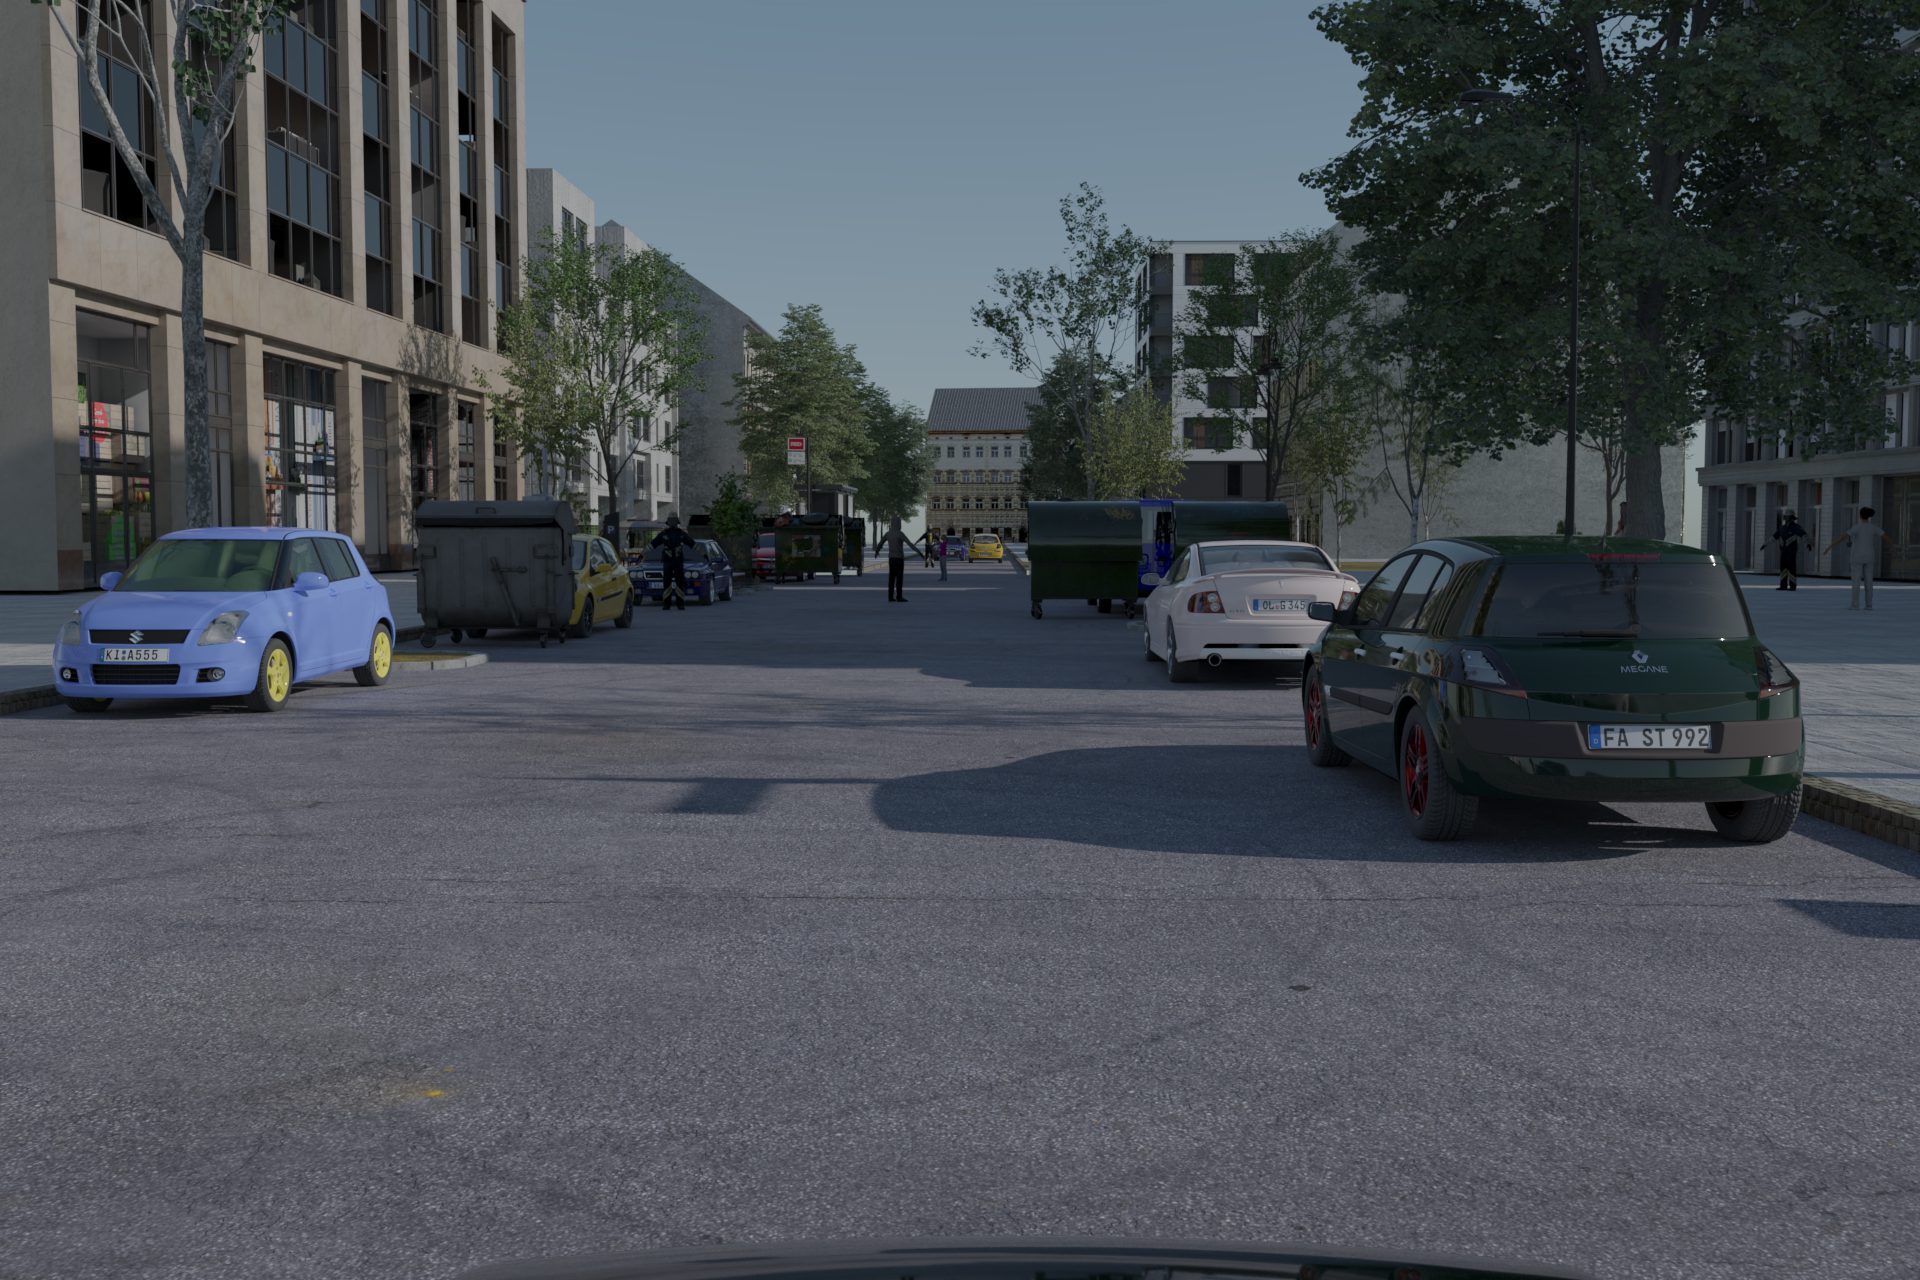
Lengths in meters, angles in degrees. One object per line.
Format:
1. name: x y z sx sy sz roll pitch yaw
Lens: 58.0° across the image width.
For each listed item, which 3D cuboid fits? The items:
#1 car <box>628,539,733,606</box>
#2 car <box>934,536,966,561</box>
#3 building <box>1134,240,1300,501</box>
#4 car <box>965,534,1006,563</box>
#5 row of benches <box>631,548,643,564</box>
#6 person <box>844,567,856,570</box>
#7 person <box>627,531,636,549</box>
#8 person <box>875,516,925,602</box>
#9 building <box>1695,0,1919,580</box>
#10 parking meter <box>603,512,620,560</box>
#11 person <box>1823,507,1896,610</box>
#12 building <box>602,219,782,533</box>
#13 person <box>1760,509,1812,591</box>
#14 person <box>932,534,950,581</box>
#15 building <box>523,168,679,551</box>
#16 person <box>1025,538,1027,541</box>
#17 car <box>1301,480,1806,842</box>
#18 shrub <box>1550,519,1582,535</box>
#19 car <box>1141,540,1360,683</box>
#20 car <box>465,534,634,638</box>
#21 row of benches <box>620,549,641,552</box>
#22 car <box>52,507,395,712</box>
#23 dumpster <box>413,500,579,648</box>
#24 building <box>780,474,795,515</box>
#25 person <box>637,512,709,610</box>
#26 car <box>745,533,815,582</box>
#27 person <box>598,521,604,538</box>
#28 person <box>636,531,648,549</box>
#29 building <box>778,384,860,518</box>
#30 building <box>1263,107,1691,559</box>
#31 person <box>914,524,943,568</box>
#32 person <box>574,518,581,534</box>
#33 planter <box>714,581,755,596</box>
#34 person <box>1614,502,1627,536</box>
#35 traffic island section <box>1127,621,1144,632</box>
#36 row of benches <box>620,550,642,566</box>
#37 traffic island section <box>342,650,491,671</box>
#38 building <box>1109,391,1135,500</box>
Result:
1. car: -5.795 -1.428 35.931 1.945 1.354 3.894 0 4 1
2. car: -0.561 -4.896 92.638 1.945 1.354 3.894 0 4 2
3. building: 27.557 -17.918 136.932 27.936 21.610 32.646 0 4 1
4. car: 1.271 -4.652 86.290 2.015 1.641 3.980 0 4 1
5. row of benches: -14.294 -3.749 76.766 1.422 0.672 4.104 -1 4 -11
6. person: -3.948 -3.440 62.426 1.347 1.806 0.705 2 4 28
7. person: -18.303 -5.536 96.742 0.704 1.802 1.346 1 4 20
8. person: -1.329 -1.712 36.579 1.348 1.813 0.705 3 4 38
9. building: 28.580 -12.393 49.301 8.464 21.280 15.925 0 4 1
10. parking meter: -9.121 -2.424 45.337 0.399 1.863 0.255 0 4 1
11. person: 15.203 -1.374 29.240 1.217 1.739 0.721 0 4 1
12. building: -24.105 -18.322 130.485 19.493 23.208 18.063 0 4 1
13. person: 18.713 -2.035 39.147 0.704 1.845 1.351 -2 4 -24
14. person: -0.561 -2.518 52.890 0.599 1.433 0.991 -2 4 -32
15. building: -27.595 -14.284 99.998 16.747 18.905 31.486 0 4 2
16. person: 4.038 -5.357 93.561 0.705 1.833 1.349 3 5 44
17. car: 3.002 0.020 9.466 2.009 1.686 4.222 0 4 1
18. shrub: 27.186 -4.493 77.875 1.690 2.028 1.600 0 3 0
19. car: 2.976 -0.349 18.066 2.083 1.381 4.827 0 4 1
20. car: -5.919 -0.908 25.066 2.015 1.641 3.980 0 4 2
21. row of benches: -14.167 -3.553 73.560 4.104 0.672 1.422 1 4 14
22. car: -6.297 -0.334 15.060 1.945 1.707 3.694 0 4 1
23. dumpster: -5.920 -0.852 22.150 1.865 1.857 1.264 0 4 1
24. building: -21.624 -15.063 188.429 9.099 9.664 28.070 0 4 0
25. person: -5.413 -1.496 32.699 1.354 1.856 0.705 0 4 -8
26. car: -5.499 -2.699 53.174 2.155 1.783 4.494 0 4 1
27. person: -13.922 -3.772 67.812 0.704 1.812 1.346 1 4 20
28. person: -16.403 -5.058 88.966 0.705 1.796 1.348 1 4 12
29. building: -22.081 -21.592 219.493 16.747 18.905 31.486 0 4 1
30. building: 28.134 -16.310 97.596 19.493 23.208 18.063 0 4 2
31. person: -1.295 -4.009 73.784 1.354 1.856 0.705 0 4 -6
32. person: -11.434 -2.732 51.265 0.434 1.755 0.990 0 4 -5
33. planter: -5.882 -1.204 40.827 1.991 0.319 1.994 0 4 1
34. person: 9.480 -1.092 24.573 0.621 1.740 0.551 0 4 -5
35. traffic island section: 3.530 -0.197 26.080 1.991 0.108 1.994 0 4 2
36. row of benches: -14.368 -3.371 70.580 4.104 0.672 1.422 3 5 41
37. traffic island section: -6.292 0.233 19.054 1.991 0.108 1.994 0 4 1
38. building: 27.500 -22.851 204.536 19.493 23.208 18.063 0 4 1
